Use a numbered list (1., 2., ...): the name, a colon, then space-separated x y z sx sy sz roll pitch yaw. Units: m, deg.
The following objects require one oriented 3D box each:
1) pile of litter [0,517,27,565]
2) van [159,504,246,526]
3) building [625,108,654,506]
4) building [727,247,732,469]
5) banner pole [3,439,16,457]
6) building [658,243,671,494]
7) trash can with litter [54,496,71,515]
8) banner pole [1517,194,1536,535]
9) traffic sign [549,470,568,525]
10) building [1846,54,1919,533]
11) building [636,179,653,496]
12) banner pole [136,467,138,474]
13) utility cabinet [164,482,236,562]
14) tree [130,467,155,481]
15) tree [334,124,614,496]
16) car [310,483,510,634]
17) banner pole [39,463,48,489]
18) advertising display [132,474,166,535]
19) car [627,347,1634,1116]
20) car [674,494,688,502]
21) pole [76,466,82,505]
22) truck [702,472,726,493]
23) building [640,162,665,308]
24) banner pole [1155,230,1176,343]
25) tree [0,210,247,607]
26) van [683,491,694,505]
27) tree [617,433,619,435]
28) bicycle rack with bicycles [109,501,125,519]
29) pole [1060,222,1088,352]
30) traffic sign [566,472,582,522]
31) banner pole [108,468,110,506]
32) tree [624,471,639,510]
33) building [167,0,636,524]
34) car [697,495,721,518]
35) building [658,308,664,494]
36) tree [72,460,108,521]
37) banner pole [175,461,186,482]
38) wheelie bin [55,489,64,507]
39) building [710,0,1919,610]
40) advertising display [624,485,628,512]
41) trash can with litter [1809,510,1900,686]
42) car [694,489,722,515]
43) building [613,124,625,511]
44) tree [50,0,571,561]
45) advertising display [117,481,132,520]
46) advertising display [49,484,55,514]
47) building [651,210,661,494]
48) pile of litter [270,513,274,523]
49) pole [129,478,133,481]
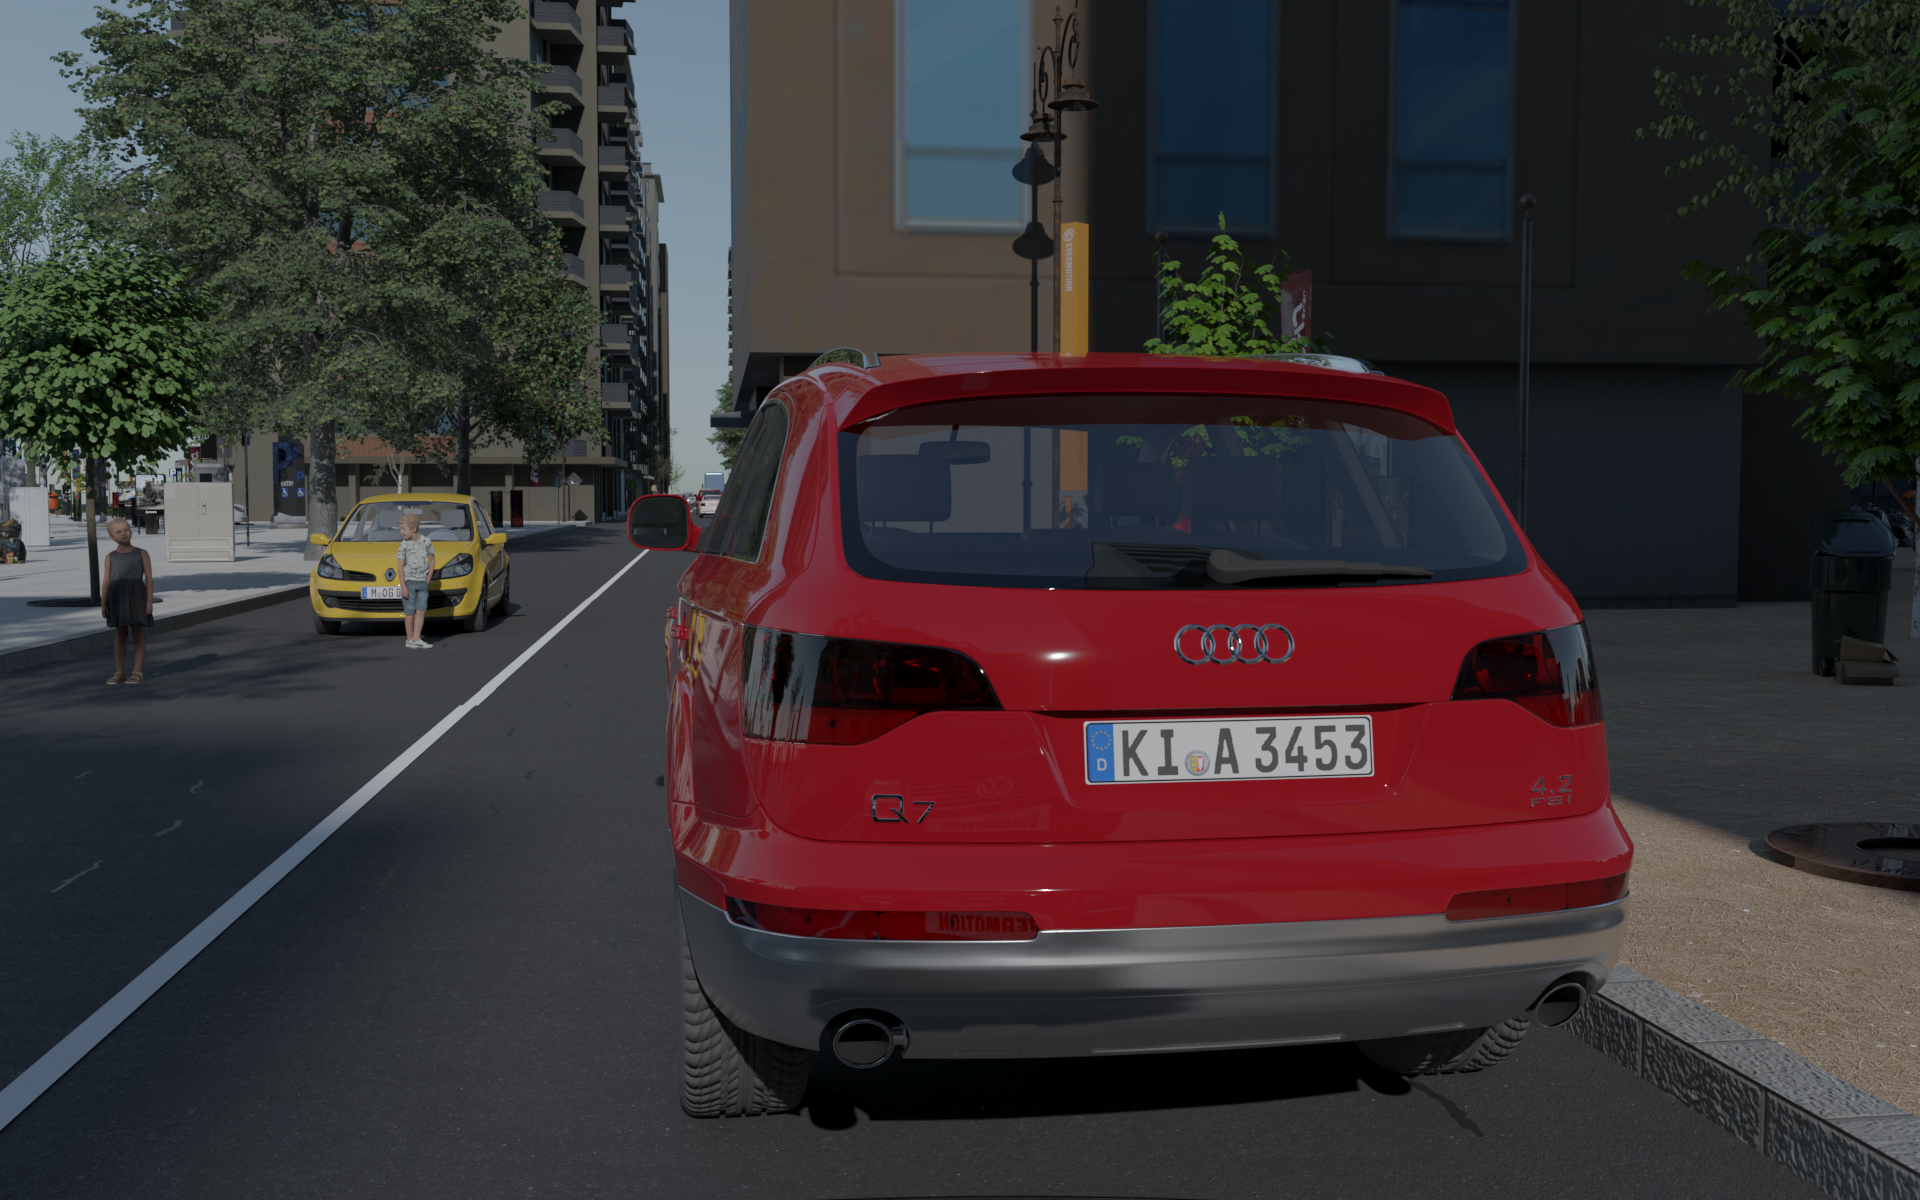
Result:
1. pile of litter: -17.831 -1.102 31.980 1.176 0.858 1.719 -1 4 -11
2. van: -32.369 -4.062 73.427 4.112 2.044 2.013 -1 4 -9
3. building: -46.941 -35.163 194.521 23.786 49.044 30.456 -1 4 -8
4. building: -28.956 -39.445 299.547 22.147 44.769 28.867 -1 4 -8
5. banner pole: -30.170 -3.957 54.707 0.401 3.779 0.863 2 4 32
6. building: -57.161 -39.628 298.031 14.600 45.320 14.200 -1 4 -8
7. trash can with litter: -55.056 -5.800 106.216 1.055 1.170 0.624 0 4 5
8. banner pole: 4.803 -1.514 14.766 0.401 3.779 0.863 1 4 18
9. traffic sign: -16.489 -4.129 71.158 0.795 2.450 0.064 -1 4 -8
10. building: 28.390 -38.295 64.373 20.611 71.187 20.563 -1 4 -8
11. building: -46.504 -32.641 217.279 14.154 41.232 14.086 -1 4 -8
12. banner pole: -64.747 -8.959 136.495 0.401 3.779 0.863 0 4 -7
13. utility cabinet: -14.267 -1.457 32.509 1.173 1.500 0.318 -1 4 -16
14. tree: -48.201 -6.614 102.743 1.663 3.219 1.824 0 3 0
15. tree: -15.035 -8.289 52.533 9.611 12.733 9.660 0 3 0
16. car: -5.963 -0.539 19.033 2.015 1.641 3.980 -1 4 -9
17. banner pole: -53.226 -6.757 100.490 0.401 3.779 0.863 1 4 11
18. advertising display: -25.564 -3.029 54.741 0.974 1.923 0.123 0 4 4
19. car: 0.066 0.184 5.664 2.281 1.827 5.304 -1 4 -10
20. car: -29.023 -10.190 178.399 2.131 1.459 4.920 0 4 -7
21. pole: -65.166 -8.199 127.896 0.158 3.312 0.155 0 3 0
22. truck: -29.464 -13.386 208.614 2.967 4.110 18.799 -1 4 -9
23. building: -61.717 -42.012 276.130 28.713 52.752 27.495 -1 4 -8
24. banner pole: 1.985 -1.634 16.739 0.401 3.779 0.863 1 4 19
25. tree: -10.098 -2.236 20.268 4.285 4.588 4.351 0 3 0
26. van: -35.754 -13.488 227.542 2.013 2.044 4.112 -1 4 -8
27. tree: -23.685 -9.832 111.123 4.737 8.622 4.395 0 3 0
28. bicycle rack with bicycles: -43.839 -4.784 91.597 2.852 0.926 2.925 -1 4 -10
29. pole: 0.865 -1.181 13.157 0.158 3.312 0.155 0 3 0
30. traffic sign: -17.626 -4.613 79.062 0.795 2.450 0.064 -1 4 -8
31. banner pole: -65.317 -8.725 132.672 0.863 3.779 0.401 2 4 29
32. tree: -27.276 -9.079 143.048 1.663 3.219 1.824 0 3 0
33. building: -28.707 -26.758 92.111 22.147 44.769 28.867 -1 4 -8
34. car: -14.907 -5.662 104.928 2.083 1.381 4.827 -1 4 -9
35. building: -51.416 -29.701 257.311 14.160 30.474 14.107 -1 4 -8
36. tree: -41.252 -5.358 82.198 1.663 3.219 1.824 0 3 0
37. banner pole: -51.284 -7.592 114.151 0.863 3.779 0.401 -3 5 -44
38. wheelie bin: -60.436 -6.596 115.760 0.980 1.594 0.693 -2 4 -31
39. building: 3.718 -22.875 24.119 14.600 45.320 14.200 -1 4 -8
40. advertising display: -24.042 -7.307 124.687 0.123 1.923 0.974 0 4 -4
41. trash can with litter: 6.261 -0.035 11.968 0.624 1.170 1.055 1 4 13
42. car: -17.757 -6.992 122.993 2.281 1.827 5.304 -1 4 -8
43. building: -31.682 -21.552 124.075 14.160 30.474 14.107 -1 4 -8
44. tree: -12.433 -7.743 33.247 9.857 13.997 8.962 0 3 0
45. advertising display: -41.575 -4.977 86.581 0.974 1.923 0.123 -2 4 -27
46. advertising display: -57.950 -6.444 110.574 0.123 1.923 0.974 -1 4 -16
47. building: -49.373 -34.145 241.864 14.154 41.232 14.086 -1 4 -8
48. pile of litter: -30.009 -3.870 77.244 1.176 0.858 1.719 3 5 44
49. pole: -51.627 -6.975 107.892 0.158 3.312 0.155 0 3 0
